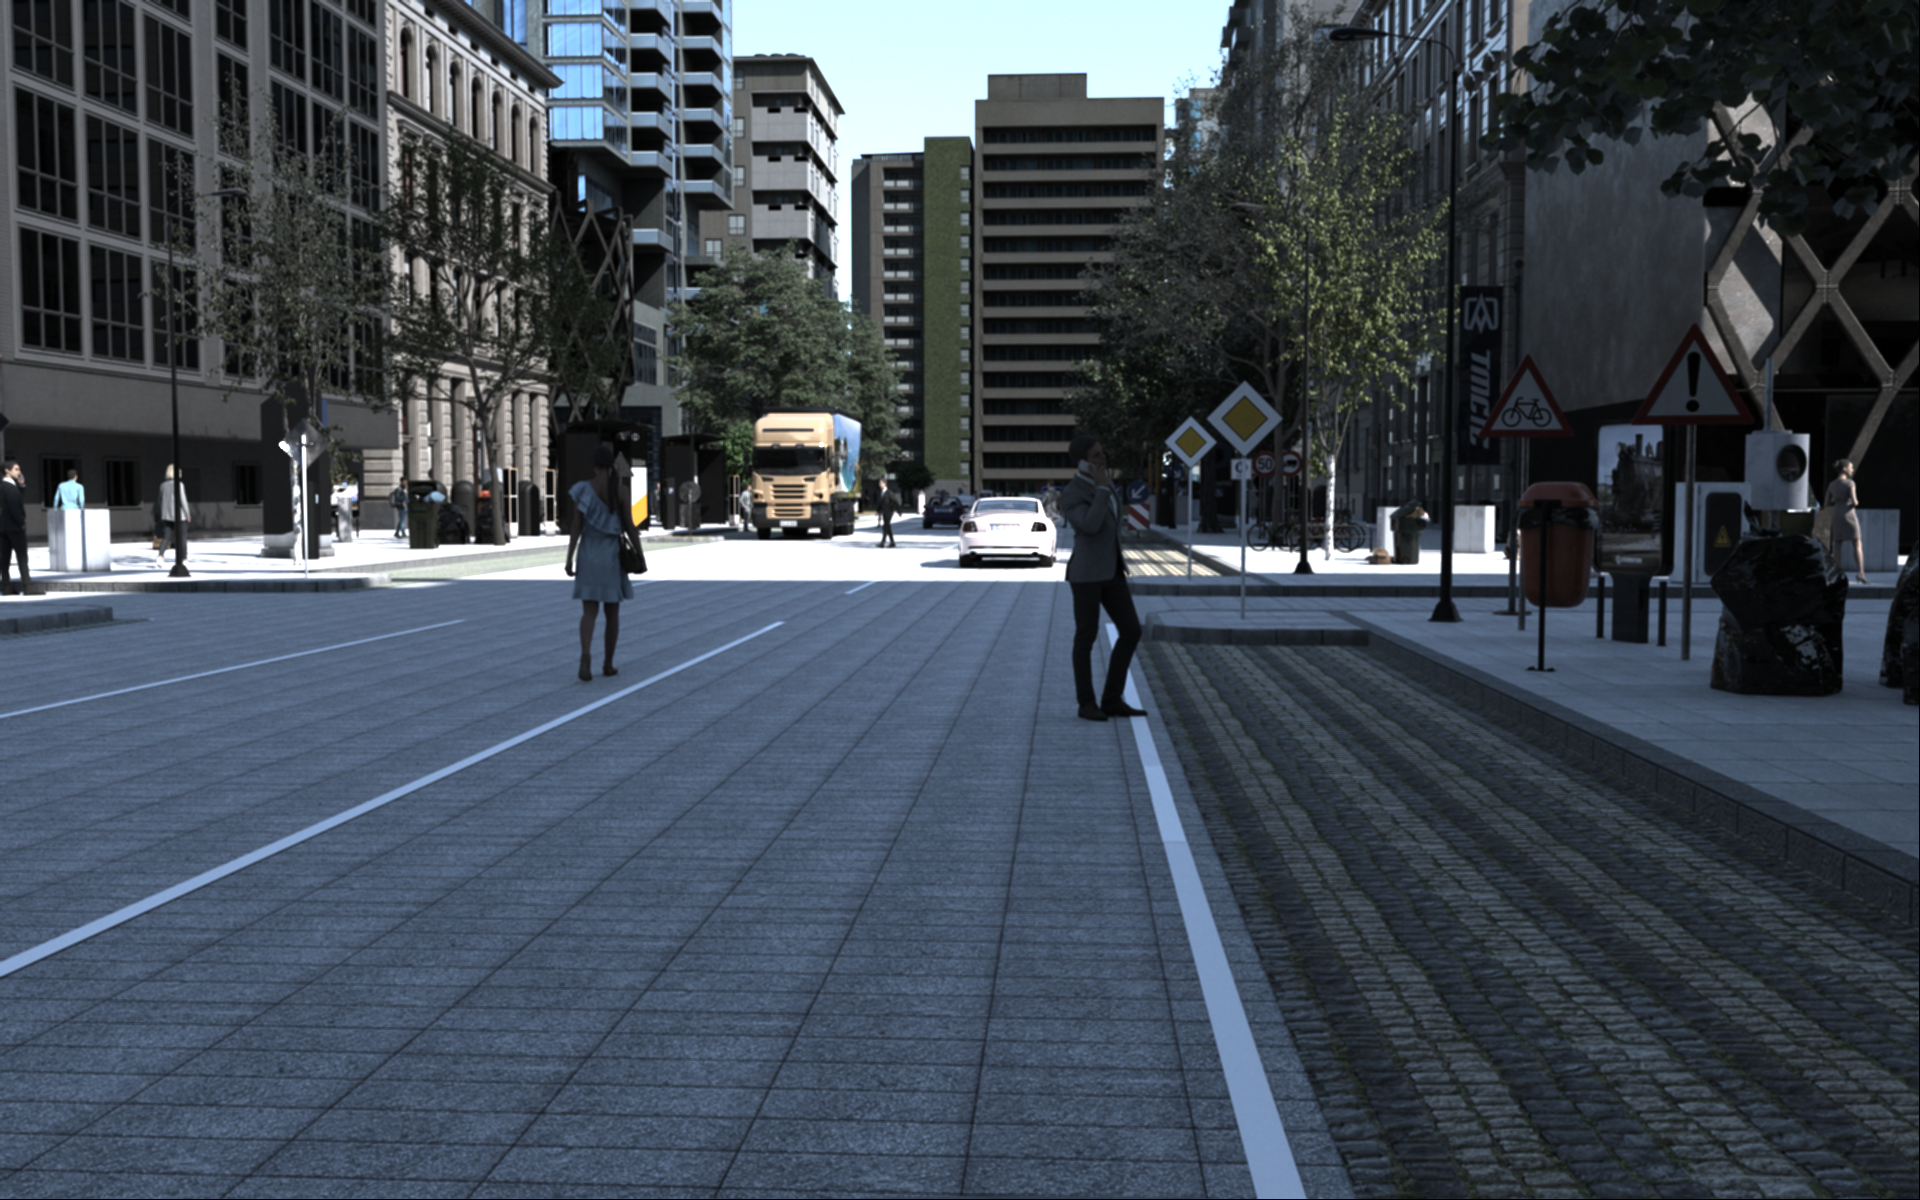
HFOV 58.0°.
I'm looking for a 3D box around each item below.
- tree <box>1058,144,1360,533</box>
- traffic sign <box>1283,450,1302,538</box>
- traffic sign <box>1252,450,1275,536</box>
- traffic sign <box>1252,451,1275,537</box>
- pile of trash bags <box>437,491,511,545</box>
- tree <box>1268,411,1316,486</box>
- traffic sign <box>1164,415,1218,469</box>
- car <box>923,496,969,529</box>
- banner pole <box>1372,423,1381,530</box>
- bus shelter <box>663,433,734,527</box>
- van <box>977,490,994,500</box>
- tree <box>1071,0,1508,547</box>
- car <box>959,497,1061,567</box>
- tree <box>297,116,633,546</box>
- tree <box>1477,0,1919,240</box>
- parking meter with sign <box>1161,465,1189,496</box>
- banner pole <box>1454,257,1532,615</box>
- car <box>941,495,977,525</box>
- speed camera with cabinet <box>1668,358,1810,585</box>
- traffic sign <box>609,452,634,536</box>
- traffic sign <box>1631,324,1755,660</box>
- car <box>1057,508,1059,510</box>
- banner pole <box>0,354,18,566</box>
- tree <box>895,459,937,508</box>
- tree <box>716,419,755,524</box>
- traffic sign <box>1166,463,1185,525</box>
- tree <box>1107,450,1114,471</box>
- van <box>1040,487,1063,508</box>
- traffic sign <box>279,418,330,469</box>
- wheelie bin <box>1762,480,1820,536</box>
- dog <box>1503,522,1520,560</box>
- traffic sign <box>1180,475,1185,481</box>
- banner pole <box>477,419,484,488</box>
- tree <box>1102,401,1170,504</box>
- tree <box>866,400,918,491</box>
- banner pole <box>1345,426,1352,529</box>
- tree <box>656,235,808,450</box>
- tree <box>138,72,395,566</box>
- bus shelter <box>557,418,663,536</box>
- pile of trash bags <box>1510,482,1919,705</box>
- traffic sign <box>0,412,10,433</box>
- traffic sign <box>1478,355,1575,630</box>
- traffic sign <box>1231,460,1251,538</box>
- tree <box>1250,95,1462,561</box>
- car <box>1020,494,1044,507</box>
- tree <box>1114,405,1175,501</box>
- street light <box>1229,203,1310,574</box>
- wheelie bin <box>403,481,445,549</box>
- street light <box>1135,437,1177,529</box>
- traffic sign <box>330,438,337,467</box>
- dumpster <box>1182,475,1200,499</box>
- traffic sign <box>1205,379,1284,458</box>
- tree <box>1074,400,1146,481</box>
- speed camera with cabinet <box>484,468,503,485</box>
[{"bbox_3d":[8.246,-8.553,56.855,9.611,12.733,9.660,0,3,0],"label":"tree"},{"bbox_3d":[9.609,-3.086,50.568,0.768,2.556,0.104,0,4,5],"label":"traffic sign"},{"bbox_3d":[8.933,-3.149,51.486,0.884,2.594,0.081,1,4,11],"label":"traffic sign"},{"bbox_3d":[9.020,-3.130,51.283,0.768,2.556,0.104,0,4,4],"label":"traffic sign"},{"bbox_3d":[-12.680,-2.175,45.317,1.912,1.369,3.447,0,4,-5],"label":"pile of trash bags"},{"bbox_3d":[16.015,-8.449,88.504,4.360,8.622,3.978,0,3,0],"label":"tree"},{"bbox_3d":[3.427,-1.434,25.639,0.795,2.593,0.064,0,4,4],"label":"traffic sign"},{"bbox_3d":[-0.613,-3.658,72.390,1.945,1.354,3.894,0,4,2],"label":"car"},{"bbox_3d":[14.906,-4.376,61.563,0.401,3.779,0.863,1,4,18],"label":"banner pole"},{"bbox_3d":[-10.493,-4.777,69.393,1.731,3.624,6.357,0,4,4],"label":"bus shelter"},{"bbox_3d":[2.635,-10.303,175.460,2.013,2.044,4.112,0,4,5],"label":"van"},{"bbox_3d":[7.976,-8.080,42.473,12.009,13.543,11.850,0,3,0],"label":"tree"},{"bbox_3d":[1.009,-1.399,35.234,2.083,1.381,4.827,0,4,4],"label":"car"},{"bbox_3d":[-11.714,-6.641,42.986,7.601,10.594,8.767,3,4,36],"label":"tree"},{"bbox_3d":[5.161,-6.081,6.086,9.857,13.997,8.962,0,3,0],"label":"tree"},{"bbox_3d":[9.215,-4.884,76.113,1.738,3.016,0.543,2,4,24],"label":"parking meter with sign"},{"bbox_3d":[5.664,-1.734,18.370,0.863,3.779,0.401,0,4,-3],"label":"banner pole"},{"bbox_3d":[0.117,-4.290,82.502,2.083,1.381,4.827,0,4,5],"label":"car"},{"bbox_3d":[11.204,-1.867,24.867,2.038,3.252,0.660,-1,4,-21],"label":"speed camera with cabinet"},{"bbox_3d":[-10.388,-3.241,52.998,0.884,2.594,0.081,1,4,10],"label":"traffic sign"},{"bbox_3d":[5.608,-0.814,13.313,0.884,2.594,0.081,1,4,12],"label":"traffic sign"},{"bbox_3d":[7.931,-8.820,153.998,2.009,1.686,4.222,0,4,6],"label":"car"},{"bbox_3d":[-17.354,-2.501,30.914,0.863,3.779,0.401,-1,4,-18],"label":"banner pole"},{"bbox_3d":[-4.038,-11.141,165.865,4.285,4.588,4.351,0,3,0],"label":"tree"},{"bbox_3d":[-9.265,-5.623,75.651,4.285,4.588,4.351,0,3,0],"label":"tree"},{"bbox_3d":[8.844,-4.344,71.132,0.768,2.556,0.104,1,4,12],"label":"traffic sign"},{"bbox_3d":[15.779,-13.283,167.538,4.737,8.622,4.395,0,3,0],"label":"tree"},{"bbox_3d":[7.694,-8.539,144.004,2.240,2.365,5.245,0,4,4],"label":"van"},{"bbox_3d":[-10.038,-1.488,26.521,0.795,2.593,0.064,0,4,4],"label":"traffic sign"},{"bbox_3d":[13.719,-1.277,28.783,0.980,1.594,0.693,0,4,-6],"label":"wheelie bin"},{"bbox_3d":[10.956,-1.201,34.022,0.800,0.831,0.513,-3,5,-43],"label":"dog"},{"bbox_3d":[12.547,-6.066,99.289,0.768,2.556,0.104,0,4,4],"label":"traffic sign"},{"bbox_3d":[-15.761,-4.097,56.995,0.401,3.779,0.863,0,4,1],"label":"banner pole"},{"bbox_3d":[13.447,-12.255,134.777,7.601,10.594,8.767,-2,4,-33],"label":"tree"},{"bbox_3d":[-5.515,-11.155,132.738,4.360,8.622,3.978,0,3,0],"label":"tree"},{"bbox_3d":[14.215,-4.501,63.606,0.401,3.779,0.863,1,4,21],"label":"banner pole"},{"bbox_3d":[-9.649,-10.882,84.581,9.857,13.997,8.962,0,3,0],"label":"tree"},{"bbox_3d":[-11.876,-4.900,30.473,4.360,8.622,3.978,0,3,0],"label":"tree"},{"bbox_3d":[-11.395,-3.986,56.453,1.731,3.624,6.357,0,4,4],"label":"bus shelter"},{"bbox_3d":[5.459,-0.128,11.844,3.447,1.369,1.912,3,5,39],"label":"pile of trash bags"},{"bbox_3d":[-10.549,-1.001,18.552,0.795,2.593,0.064,0,4,4],"label":"traffic sign"},{"bbox_3d":[5.296,-0.994,16.257,0.884,2.594,0.081,0,4,4],"label":"traffic sign"},{"bbox_3d":[8.199,-2.959,50.506,0.606,2.300,0.079,1,4,11],"label":"traffic sign"},{"bbox_3d":[7.313,-5.061,33.111,4.737,8.622,4.395,0,3,0],"label":"tree"},{"bbox_3d":[3.351,-4.089,78.655,2.131,1.459,4.920,0,4,3],"label":"car"},{"bbox_3d":[11.083,-8.758,93.562,4.737,8.622,4.395,0,3,0],"label":"tree"},{"bbox_3d":[5.000,-3.379,27.791,1.470,5.913,1.316,0,4,4],"label":"street light"},{"bbox_3d":[-12.505,-1.987,40.399,0.980,1.594,0.693,-1,4,-9],"label":"wheelie bin"},{"bbox_3d":[7.322,-5.590,63.944,1.470,5.913,1.316,0,4,4],"label":"street light"},{"bbox_3d":[-13.509,-2.235,36.651,0.768,2.556,0.104,1,4,13],"label":"traffic sign"},{"bbox_3d":[11.773,-5.260,88.487,1.502,2.255,1.985,0,4,3],"label":"dumpster"},{"bbox_3d":[2.916,-0.947,17.671,0.795,2.593,0.064,0,4,4],"label":"traffic sign"},{"bbox_3d":[15.282,-15.268,175.386,9.928,11.665,9.643,0,3,0],"label":"tree"},{"bbox_3d":[-15.881,-4.056,60.657,2.038,3.252,0.660,3,5,44],"label":"speed camera with cabinet"}]
